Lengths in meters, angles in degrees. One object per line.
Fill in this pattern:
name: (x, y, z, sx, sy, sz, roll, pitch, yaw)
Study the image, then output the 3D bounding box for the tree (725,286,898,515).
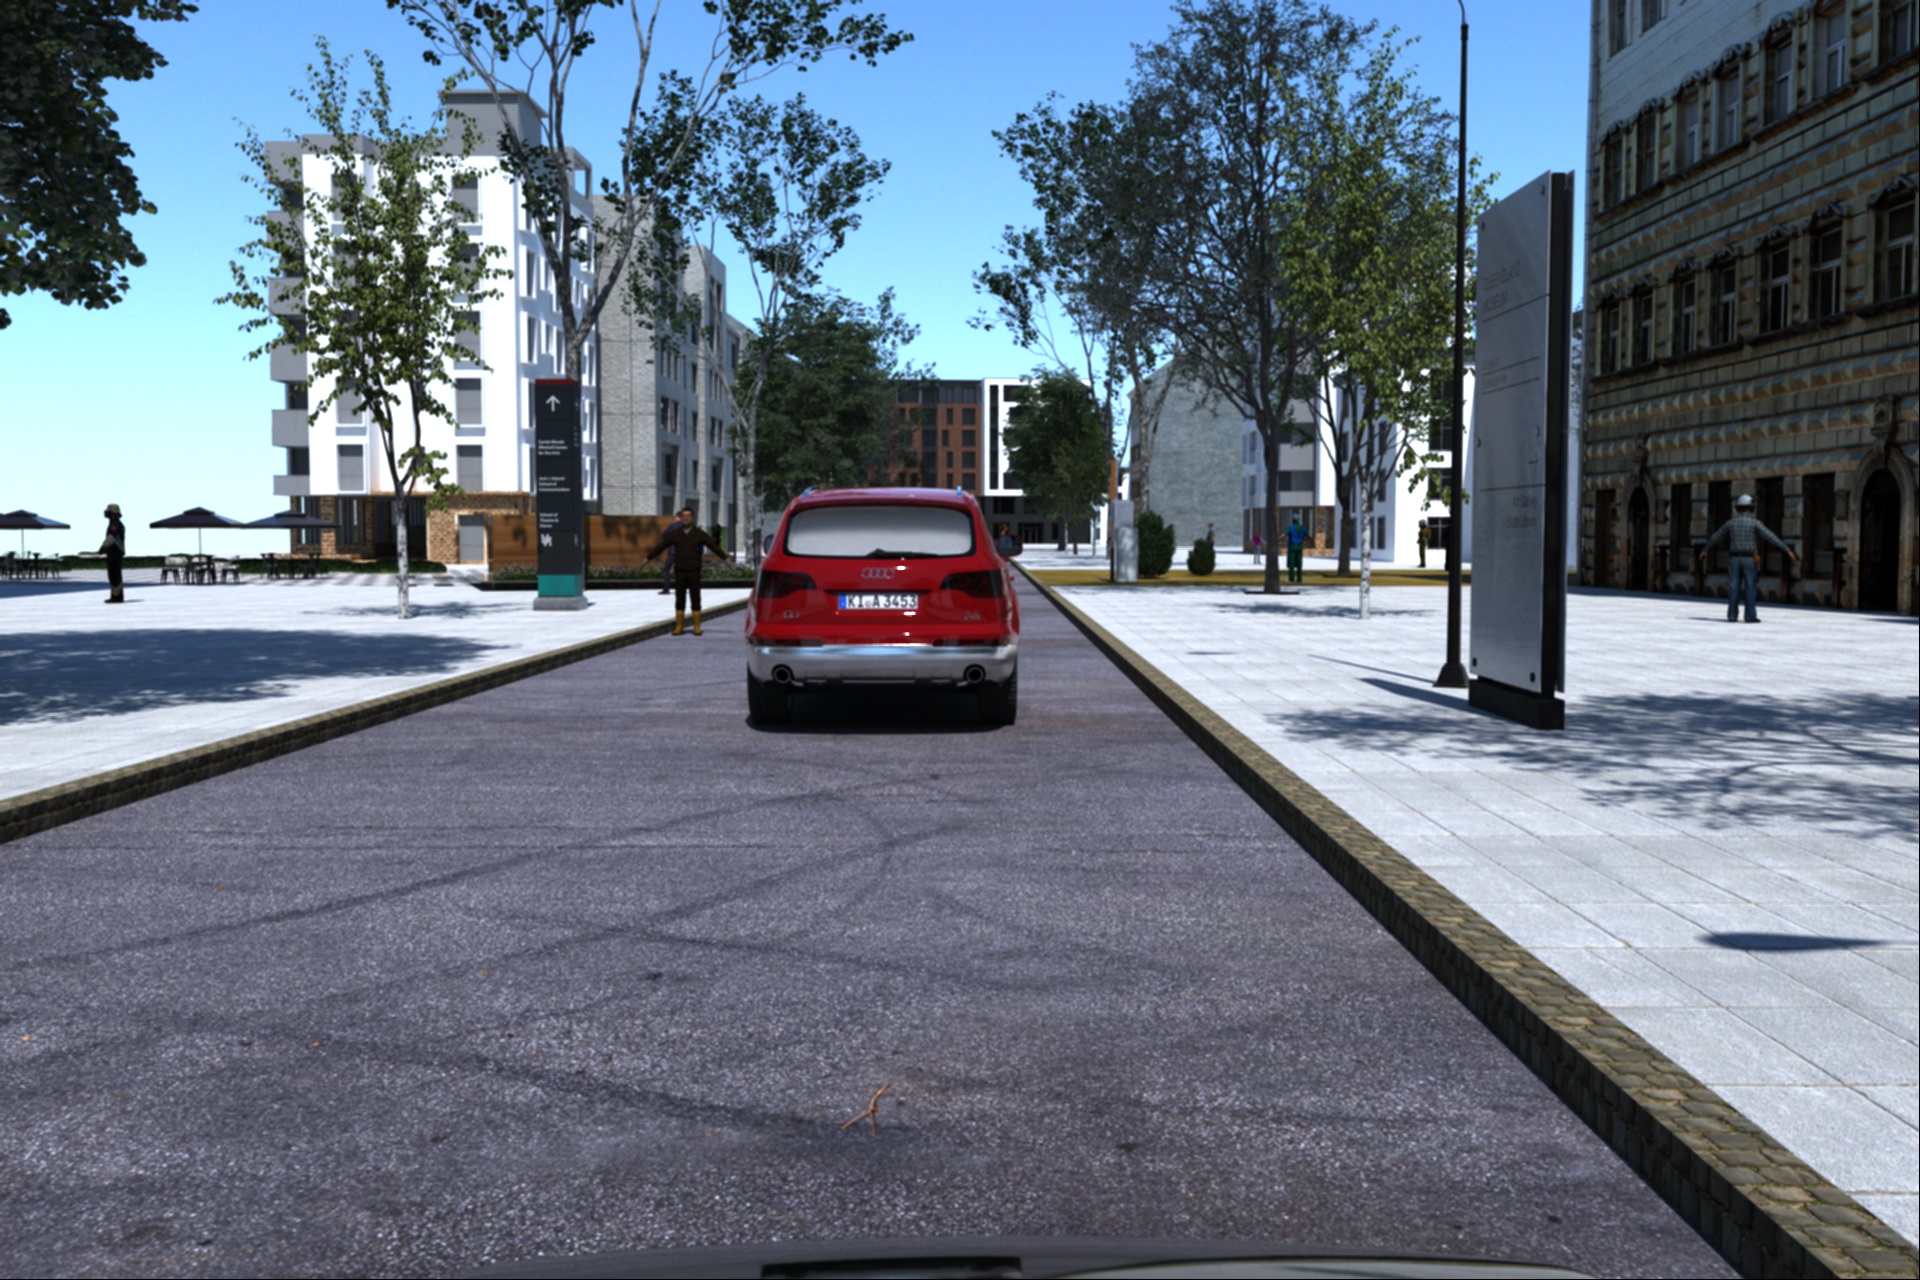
tree: (-8.072, -11.228, 90.228, 9.857, 13.997, 8.962, 0, 3, 0)

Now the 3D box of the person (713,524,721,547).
person: (-11.188, -4.446, 79.408, 0.721, 1.740, 1.216, 0, 4, -2)

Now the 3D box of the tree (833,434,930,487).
tree: (-7.044, -13.080, 148.277, 8.767, 10.594, 7.601, -1, 4, -20)

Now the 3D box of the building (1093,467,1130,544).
building: (22.139, -16.866, 217.912, 9.099, 9.664, 28.070, 0, 4, 0)

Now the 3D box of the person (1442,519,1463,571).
person: (16.975, -3.302, 59.920, 0.705, 1.837, 1.347, -1, 4, -10)

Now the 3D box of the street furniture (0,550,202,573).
street furniture: (-31.957, -2.878, 62.676, 5.734, 0.657, 10.072, 1, 4, 13)

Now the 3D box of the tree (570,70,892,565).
tree: (-9.540, -13.195, 71.623, 12.611, 20.169, 13.585, 0, 3, 0)

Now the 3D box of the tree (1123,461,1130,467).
tree: (24.908, -19.055, 237.309, 9.928, 11.665, 9.643, 0, 3, 0)

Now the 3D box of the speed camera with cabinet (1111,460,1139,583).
speed camera with cabinet: (4.375, -3.154, 45.901, 0.660, 3.252, 2.038, 0, 4, 1)

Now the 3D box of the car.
car: (-0.585, -0.363, 14.606, 2.281, 1.827, 5.304, 0, 4, 0)

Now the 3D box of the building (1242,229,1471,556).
building: (23.930, -15.758, 114.059, 16.016, 20.090, 11.380, 0, 4, 1)

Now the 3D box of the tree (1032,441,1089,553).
tree: (7.359, -10.152, 116.342, 4.360, 8.622, 3.978, 0, 3, 0)

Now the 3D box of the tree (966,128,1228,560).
tree: (6.473, -13.906, 83.252, 12.611, 20.169, 13.585, 0, 3, 0)

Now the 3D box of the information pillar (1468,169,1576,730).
information pillar: (3.884, -1.268, 12.052, 0.184, 3.620, 1.656, 0, 4, 1)

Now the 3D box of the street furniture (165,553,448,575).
street furniture: (-21.978, -2.562, 57.507, 10.072, 0.657, 5.734, 3, 4, 39)

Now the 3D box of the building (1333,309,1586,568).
building: (24.173, -8.329, 78.330, 9.099, 9.664, 28.070, 0, 4, 1)

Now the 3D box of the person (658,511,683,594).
person: (-6.104, -1.861, 36.920, 0.683, 1.767, 0.568, -2, 4, -35)

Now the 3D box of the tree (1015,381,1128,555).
tree: (6.812, -10.518, 106.374, 7.601, 10.594, 8.767, -2, 4, -26)

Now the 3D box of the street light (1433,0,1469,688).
street light: (4.692, -2.559, 14.381, 1.470, 5.913, 1.316, 0, 4, 1)

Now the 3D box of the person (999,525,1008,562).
person: (1.482, -2.774, 54.618, 0.721, 1.733, 1.217, 0, 4, -5)

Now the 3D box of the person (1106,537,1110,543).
person: (6.545, -3.996, 71.515, 1.347, 1.806, 0.705, -3, 5, -43)

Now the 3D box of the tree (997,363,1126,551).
tree: (7.629, -13.535, 127.960, 9.857, 13.997, 8.962, 0, 3, 0)

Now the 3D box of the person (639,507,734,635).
person: (-3.859, -0.974, 24.524, 1.346, 1.812, 0.704, 0, 4, 0)

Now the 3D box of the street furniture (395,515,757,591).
street furniture: (-7.922, -2.158, 42.143, 11.010, 1.723, 9.812, -1, 4, -18)

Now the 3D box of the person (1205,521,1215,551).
person: (10.993, -4.299, 76.144, 0.705, 1.847, 1.347, 0, 4, -6)

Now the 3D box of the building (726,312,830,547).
building: (-23.262, -21.046, 175.024, 19.493, 23.208, 18.063, 0, 4, 1)

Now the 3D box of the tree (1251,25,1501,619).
tree: (6.205, -4.603, 25.615, 4.737, 8.622, 4.395, 0, 3, 0)

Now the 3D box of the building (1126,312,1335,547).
building: (27.721, -21.303, 179.237, 19.493, 23.208, 18.063, 0, 4, 0)

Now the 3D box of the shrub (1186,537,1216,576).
shrub: (7.400, -2.570, 53.144, 1.383, 1.207, 1.383, 0, 3, 0)

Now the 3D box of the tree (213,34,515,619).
tree: (-8.503, -4.608, 25.711, 4.737, 8.622, 4.395, 0, 3, 0)

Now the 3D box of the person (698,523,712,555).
person: (-11.571, -4.315, 77.011, 1.216, 1.772, 0.721, -1, 4, -10)

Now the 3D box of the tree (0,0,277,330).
tree: (-8.779, -6.414, 11.519, 9.857, 13.997, 8.962, 0, 3, 0)

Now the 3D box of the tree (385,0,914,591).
tree: (-7.217, -11.127, 37.824, 12.611, 20.169, 13.585, 0, 3, 0)

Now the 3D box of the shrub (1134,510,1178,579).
shrub: (5.386, -2.752, 49.416, 1.690, 2.028, 1.600, 0, 3, 0)

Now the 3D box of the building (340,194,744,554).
building: (-23.959, -14.670, 106.319, 16.747, 18.905, 31.486, 0, 4, 1)

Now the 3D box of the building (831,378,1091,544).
building: (-0.711, -23.972, 238.379, 32.646, 21.610, 27.936, 0, 4, -7)

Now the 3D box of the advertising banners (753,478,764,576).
advertising banners: (-6.221, -3.513, 53.627, 0.090, 3.025, 2.074, 0, 4, 2)

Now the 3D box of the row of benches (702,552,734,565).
row of benches: (-9.633, -2.677, 59.227, 4.104, 0.672, 1.422, -1, 4, -19)

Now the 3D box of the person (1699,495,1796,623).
person: (11.379, -1.179, 25.119, 1.345, 1.849, 0.704, 3, 5, 44)

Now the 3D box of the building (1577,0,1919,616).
building: (24.265, -12.337, 32.644, 19.493, 23.208, 18.063, 0, 4, 1)

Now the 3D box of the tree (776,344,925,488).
tree: (-7.328, -12.191, 109.696, 12.009, 13.543, 11.850, 0, 3, 0)

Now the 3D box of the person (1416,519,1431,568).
person: (17.733, -3.715, 66.505, 0.705, 1.858, 1.354, 0, 4, 8)

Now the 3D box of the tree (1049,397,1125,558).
tree: (7.163, -8.758, 93.559, 4.737, 8.622, 4.395, 0, 3, 0)

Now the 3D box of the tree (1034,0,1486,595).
tree: (6.603, -7.728, 36.726, 12.009, 13.543, 11.850, 0, 3, 0)

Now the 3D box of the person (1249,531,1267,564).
person: (12.824, -3.989, 74.486, 0.599, 1.433, 0.991, -3, 5, -44)

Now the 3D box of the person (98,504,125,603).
person: (-15.781, -1.615, 32.266, 0.704, 1.845, 1.351, -1, 4, -15)

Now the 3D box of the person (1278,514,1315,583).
person: (8.806, -2.413, 45.580, 1.347, 1.817, 0.704, -1, 4, -21)

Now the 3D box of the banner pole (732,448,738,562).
banner pole: (-6.592, -3.724, 50.899, 0.401, 3.779, 0.863, 0, 4, 1)

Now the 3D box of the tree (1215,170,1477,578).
tree: (11.303, -7.639, 50.658, 9.928, 11.665, 9.643, 0, 3, 0)

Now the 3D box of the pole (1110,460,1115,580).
pole: (4.242, -3.303, 47.855, 0.158, 3.312, 0.155, 0, 3, 0)

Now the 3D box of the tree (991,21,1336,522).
tree: (7.781, -12.756, 64.447, 12.611, 20.169, 13.585, 0, 3, 0)

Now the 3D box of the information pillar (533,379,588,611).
information pillar: (-6.767, -2.439, 29.255, 0.750, 3.857, 0.750, 0, 4, 0)

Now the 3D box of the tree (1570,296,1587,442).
tree: (24.254, -8.987, 57.314, 12.009, 13.543, 11.850, 0, 3, 0)

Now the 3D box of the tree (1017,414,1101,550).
tree: (8.392, -13.253, 142.435, 9.928, 11.665, 9.643, 0, 3, 0)

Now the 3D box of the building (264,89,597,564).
building: (-23.543, -13.381, 75.193, 16.016, 20.090, 11.380, 0, 4, 0)

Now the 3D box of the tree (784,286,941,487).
tree: (-7.570, -16.984, 133.579, 12.611, 20.169, 13.585, 0, 3, 0)
